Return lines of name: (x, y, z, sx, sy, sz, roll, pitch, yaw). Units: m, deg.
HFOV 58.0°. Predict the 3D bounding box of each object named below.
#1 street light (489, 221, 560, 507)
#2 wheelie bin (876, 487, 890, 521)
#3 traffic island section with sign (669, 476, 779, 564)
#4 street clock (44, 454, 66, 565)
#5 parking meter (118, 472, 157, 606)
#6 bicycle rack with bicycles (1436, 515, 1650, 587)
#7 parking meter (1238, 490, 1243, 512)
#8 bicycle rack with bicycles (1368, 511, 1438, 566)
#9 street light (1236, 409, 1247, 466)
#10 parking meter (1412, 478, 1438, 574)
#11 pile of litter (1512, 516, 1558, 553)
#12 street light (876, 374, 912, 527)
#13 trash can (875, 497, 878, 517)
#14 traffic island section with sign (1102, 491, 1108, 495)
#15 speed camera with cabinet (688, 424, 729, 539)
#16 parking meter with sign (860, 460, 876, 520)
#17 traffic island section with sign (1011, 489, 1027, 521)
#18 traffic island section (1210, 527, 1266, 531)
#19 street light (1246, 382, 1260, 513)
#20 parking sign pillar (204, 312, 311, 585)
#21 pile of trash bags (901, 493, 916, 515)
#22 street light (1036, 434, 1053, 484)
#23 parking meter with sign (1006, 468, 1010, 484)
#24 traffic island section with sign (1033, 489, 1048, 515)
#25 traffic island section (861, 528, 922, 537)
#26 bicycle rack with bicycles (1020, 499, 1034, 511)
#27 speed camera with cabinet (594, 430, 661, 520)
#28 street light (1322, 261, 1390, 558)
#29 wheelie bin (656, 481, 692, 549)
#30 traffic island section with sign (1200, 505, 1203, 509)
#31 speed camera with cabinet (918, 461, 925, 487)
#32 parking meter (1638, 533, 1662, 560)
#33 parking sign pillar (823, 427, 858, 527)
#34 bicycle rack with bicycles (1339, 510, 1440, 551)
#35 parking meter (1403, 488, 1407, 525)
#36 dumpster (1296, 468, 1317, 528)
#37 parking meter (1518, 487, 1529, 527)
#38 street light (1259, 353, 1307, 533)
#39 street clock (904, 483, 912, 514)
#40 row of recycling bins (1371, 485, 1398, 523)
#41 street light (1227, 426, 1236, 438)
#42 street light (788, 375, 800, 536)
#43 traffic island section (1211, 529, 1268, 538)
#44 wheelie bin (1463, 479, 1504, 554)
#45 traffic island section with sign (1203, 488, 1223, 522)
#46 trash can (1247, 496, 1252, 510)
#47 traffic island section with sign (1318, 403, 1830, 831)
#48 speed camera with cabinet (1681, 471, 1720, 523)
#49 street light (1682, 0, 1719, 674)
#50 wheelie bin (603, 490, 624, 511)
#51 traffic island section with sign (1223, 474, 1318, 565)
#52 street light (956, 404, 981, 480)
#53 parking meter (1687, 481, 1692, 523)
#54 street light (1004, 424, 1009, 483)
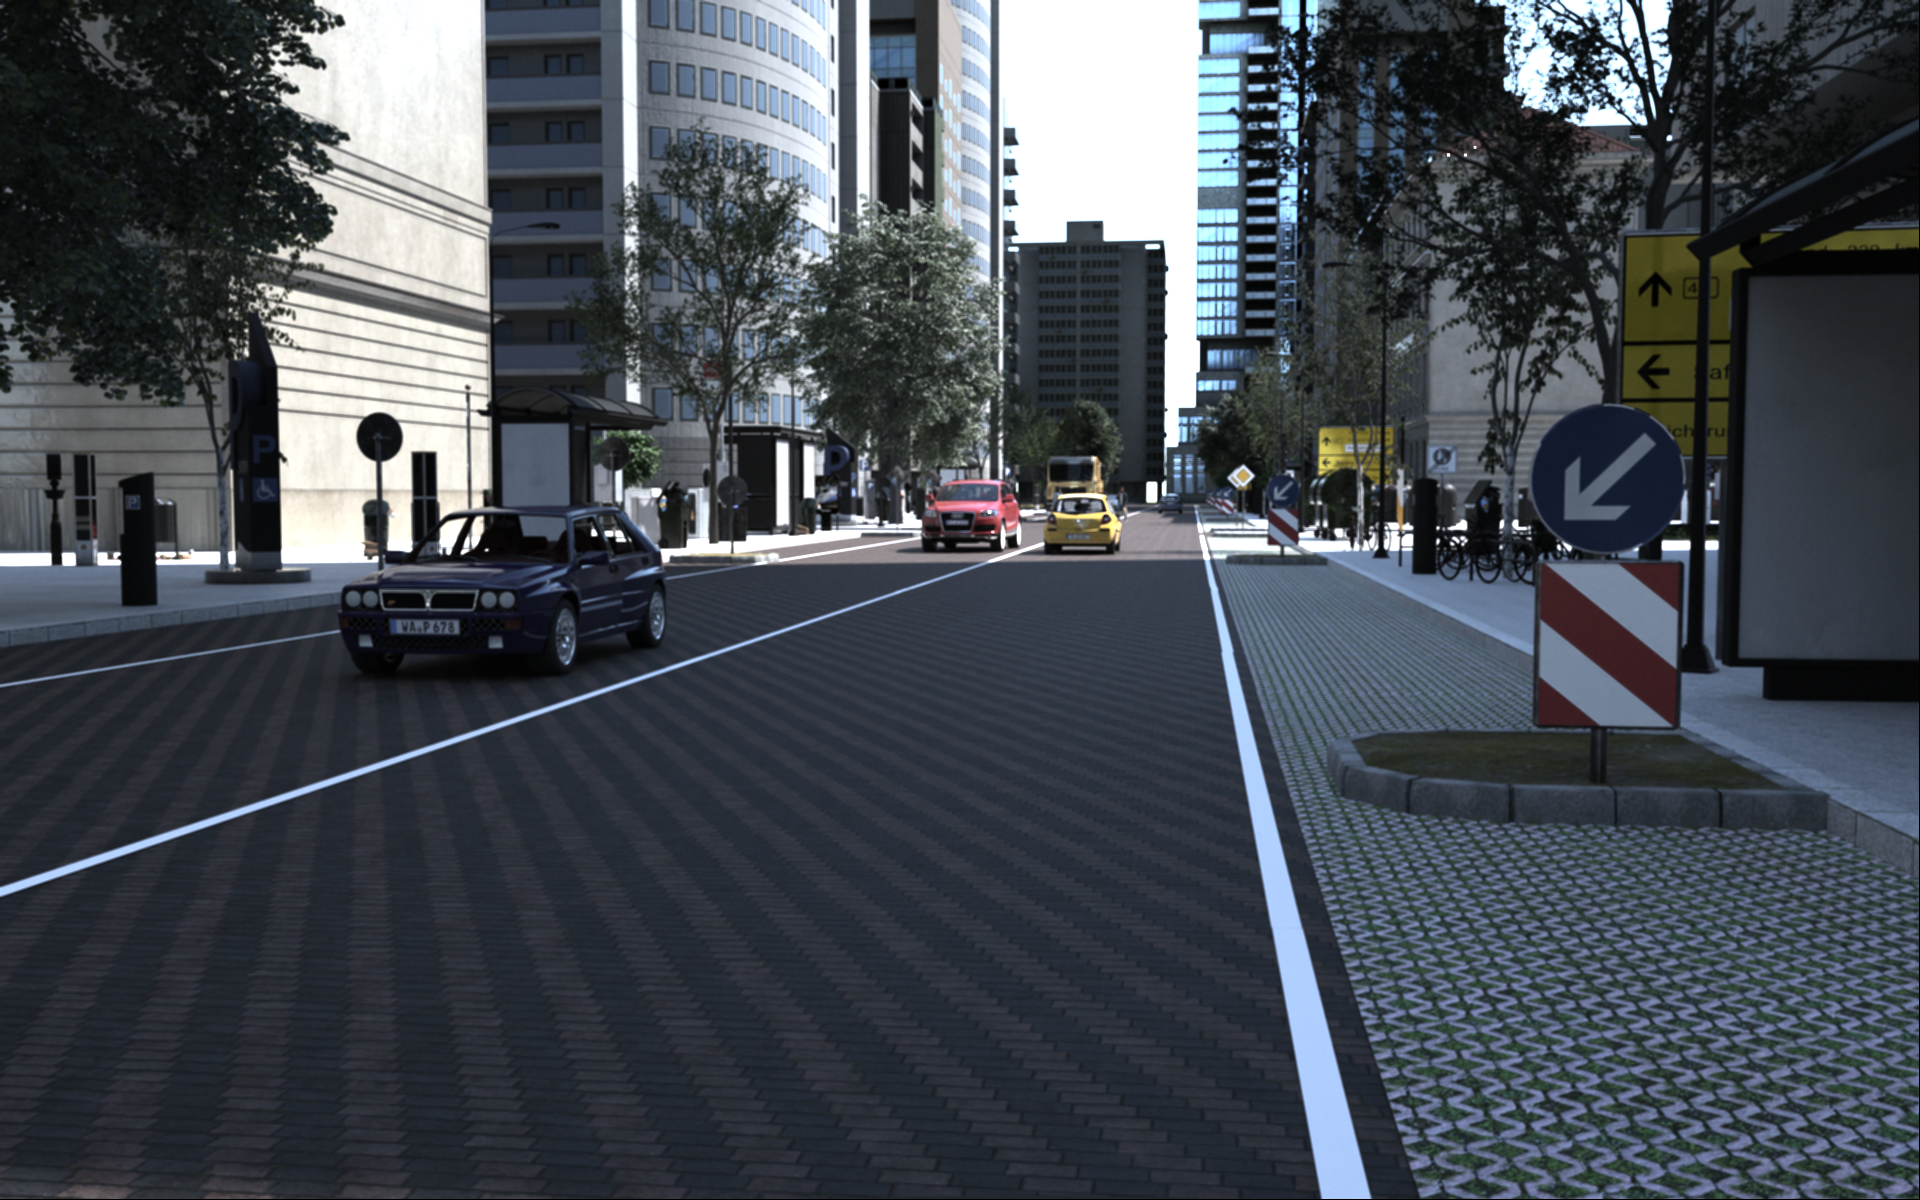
street light: (-7.492, -3.497, 29.711, 1.470, 5.913, 1.316, 0, 4, 8)
wheelie bin: (-3.578, -4.559, 82.454, 0.693, 1.594, 0.980, 2, 4, 31)
traffic island section with sign: (-4.901, -1.709, 36.565, 1.989, 1.847, 2.006, 0, 4, 8)
street clock: (-16.313, -1.630, 31.227, 0.358, 2.002, 0.471, -2, 4, -28)
parking meter: (-9.475, -0.706, 19.960, 0.372, 1.533, 0.369, 0, 3, 0)
bicycle rack with bicycles: (8.541, -0.701, 24.839, 2.852, 0.926, 2.925, -1, 4, -11)
parking meter: (19.614, -6.890, 121.067, 0.372, 1.533, 0.369, 0, 3, 0)
bicycle rack with bicycles: (8.905, -1.000, 29.736, 2.925, 0.926, 2.852, 0, 4, -2)
street light: (16.021, -7.488, 94.969, 1.470, 5.913, 1.316, 0, 4, 8)
parking meter: (7.477, -1.189, 27.854, 0.372, 1.533, 0.369, 0, 3, 0)
pile of litter: (12.724, -1.517, 38.773, 1.719, 0.858, 1.176, -2, 4, -35)
street light: (-2.534, -5.794, 67.268, 1.470, 5.913, 1.316, 0, 4, 8)
trash can: (-4.527, -5.203, 96.725, 0.748, 1.137, 0.748, 0, 3, 0)
traffic island section with sign: (16.438, -11.425, 195.422, 1.989, 1.847, 2.006, 0, 4, 8)
speed camera with cabinet: (-7.201, -3.368, 49.406, 0.660, 3.252, 2.038, -2, 4, -28)
parking meter with sign: (-4.619, -5.595, 87.738, 0.543, 3.016, 1.738, -1, 4, -16)
traffic island section with sign: (2.501, -5.079, 91.662, 1.989, 1.847, 2.006, 0, 4, 8)
traffic island section: (10.530, -2.659, 65.759, 2.009, 0.180, 2.903, 0, 4, 8)
street light: (12.826, -6.089, 72.097, 1.470, 5.913, 1.316, 0, 4, 8)
parking sign pillar: (-10.237, -2.244, 25.154, 1.447, 3.967, 1.447, -2, 4, -32)
pile of trash bags: (-2.517, -5.914, 106.453, 3.447, 1.369, 1.912, 2, 4, 23)
street light: (6.515, -9.930, 134.894, 1.470, 5.913, 1.316, 0, 4, 8)
parking meter with sign: (2.537, -7.316, 115.871, 1.738, 3.016, 0.543, 3, 5, 44)
traffic island section with sign: (6.085, -6.713, 118.379, 1.989, 1.847, 2.006, 0, 4, 8)
traffic island section: (-2.170, -2.271, 59.407, 2.009, 0.180, 2.903, 0, 4, 8)
bicycle rack with bicycles: (4.235, -7.100, 129.472, 2.852, 0.926, 2.925, 1, 4, 23)
speed camera with cabinet: (-10.043, -3.550, 52.372, 2.038, 3.252, 0.660, 1, 4, 21)
street light: (7.914, -3.799, 34.653, 1.470, 5.913, 1.316, 0, 4, 8)
wheelie bin: (-6.706, -2.005, 40.696, 0.693, 1.594, 0.980, 1, 4, 11)
traffic island section with sign: (17.449, -6.639, 117.182, 1.989, 1.847, 2.006, 0, 4, 8)
speed camera with cabinet: (-1.189, -5.940, 91.457, 2.038, 3.252, 0.660, 1, 4, 12)
parking meter: (13.143, -1.664, 32.914, 0.399, 1.863, 0.255, -1, 4, -15)
parking sign pillar: (-4.772, -4.915, 68.831, 1.447, 3.967, 1.447, 2, 4, 29)
bicycle rack with bicycles: (9.938, -1.599, 39.520, 2.852, 0.926, 2.925, 1, 4, 16)
parking meter: (18.578, -3.933, 72.708, 0.372, 1.533, 0.369, 0, 3, 0)
dumpster: (13.715, -3.921, 66.609, 1.502, 2.255, 1.985, 0, 4, 8)
parking meter: (21.713, -3.569, 66.770, 0.372, 1.533, 0.369, 0, 3, 0)
street light: (10.707, -5.161, 56.923, 1.470, 5.913, 1.316, 0, 4, 8)
street clock: (-3.414, -6.688, 113.917, 0.471, 2.002, 0.358, -1, 4, -19)
row of recycling bins: (19.348, -4.355, 78.322, 1.069, 1.692, 3.534, -1, 4, -21)
street light: (19.063, -8.878, 117.689, 1.470, 5.913, 1.316, 0, 4, 8)
street light: (-4.533, -4.889, 52.475, 1.470, 5.913, 1.316, 0, 4, 8)
traffic island section: (9.467, -2.175, 57.845, 2.009, 0.180, 2.903, 0, 4, 8)
wheelie bin: (11.251, -1.793, 37.221, 0.693, 1.594, 0.980, 0, 4, -8)
traffic island section with sign: (13.860, -5.005, 90.466, 1.989, 1.847, 2.006, 0, 4, 8)
trash can: (22.840, -7.595, 135.826, 0.748, 1.137, 0.748, 0, 3, 0)
traffic island section with sign: (2.835, 0.015, 8.390, 1.989, 1.847, 2.006, 0, 4, 8)
speed camera with cabinet: (30.295, -4.629, 70.014, 2.038, 3.252, 0.660, 0, 4, -4)
street light: (4.783, -2.440, 12.439, 1.470, 5.913, 1.316, 0, 4, 8)
wheelie bin: (-12.092, -3.185, 59.986, 0.980, 1.594, 0.693, 1, 4, 18)
traffic island section with sign: (6.494, -1.650, 35.612, 1.989, 1.847, 2.006, 0, 4, 8)
street light: (0.386, -7.154, 89.510, 1.470, 5.913, 1.316, 0, 4, 8)
parking meter: (27.872, -3.678, 65.841, 0.399, 1.863, 0.255, 0, 4, 8)
street light: (3.438, -8.513, 111.735, 1.470, 5.913, 1.316, 0, 4, 8)
